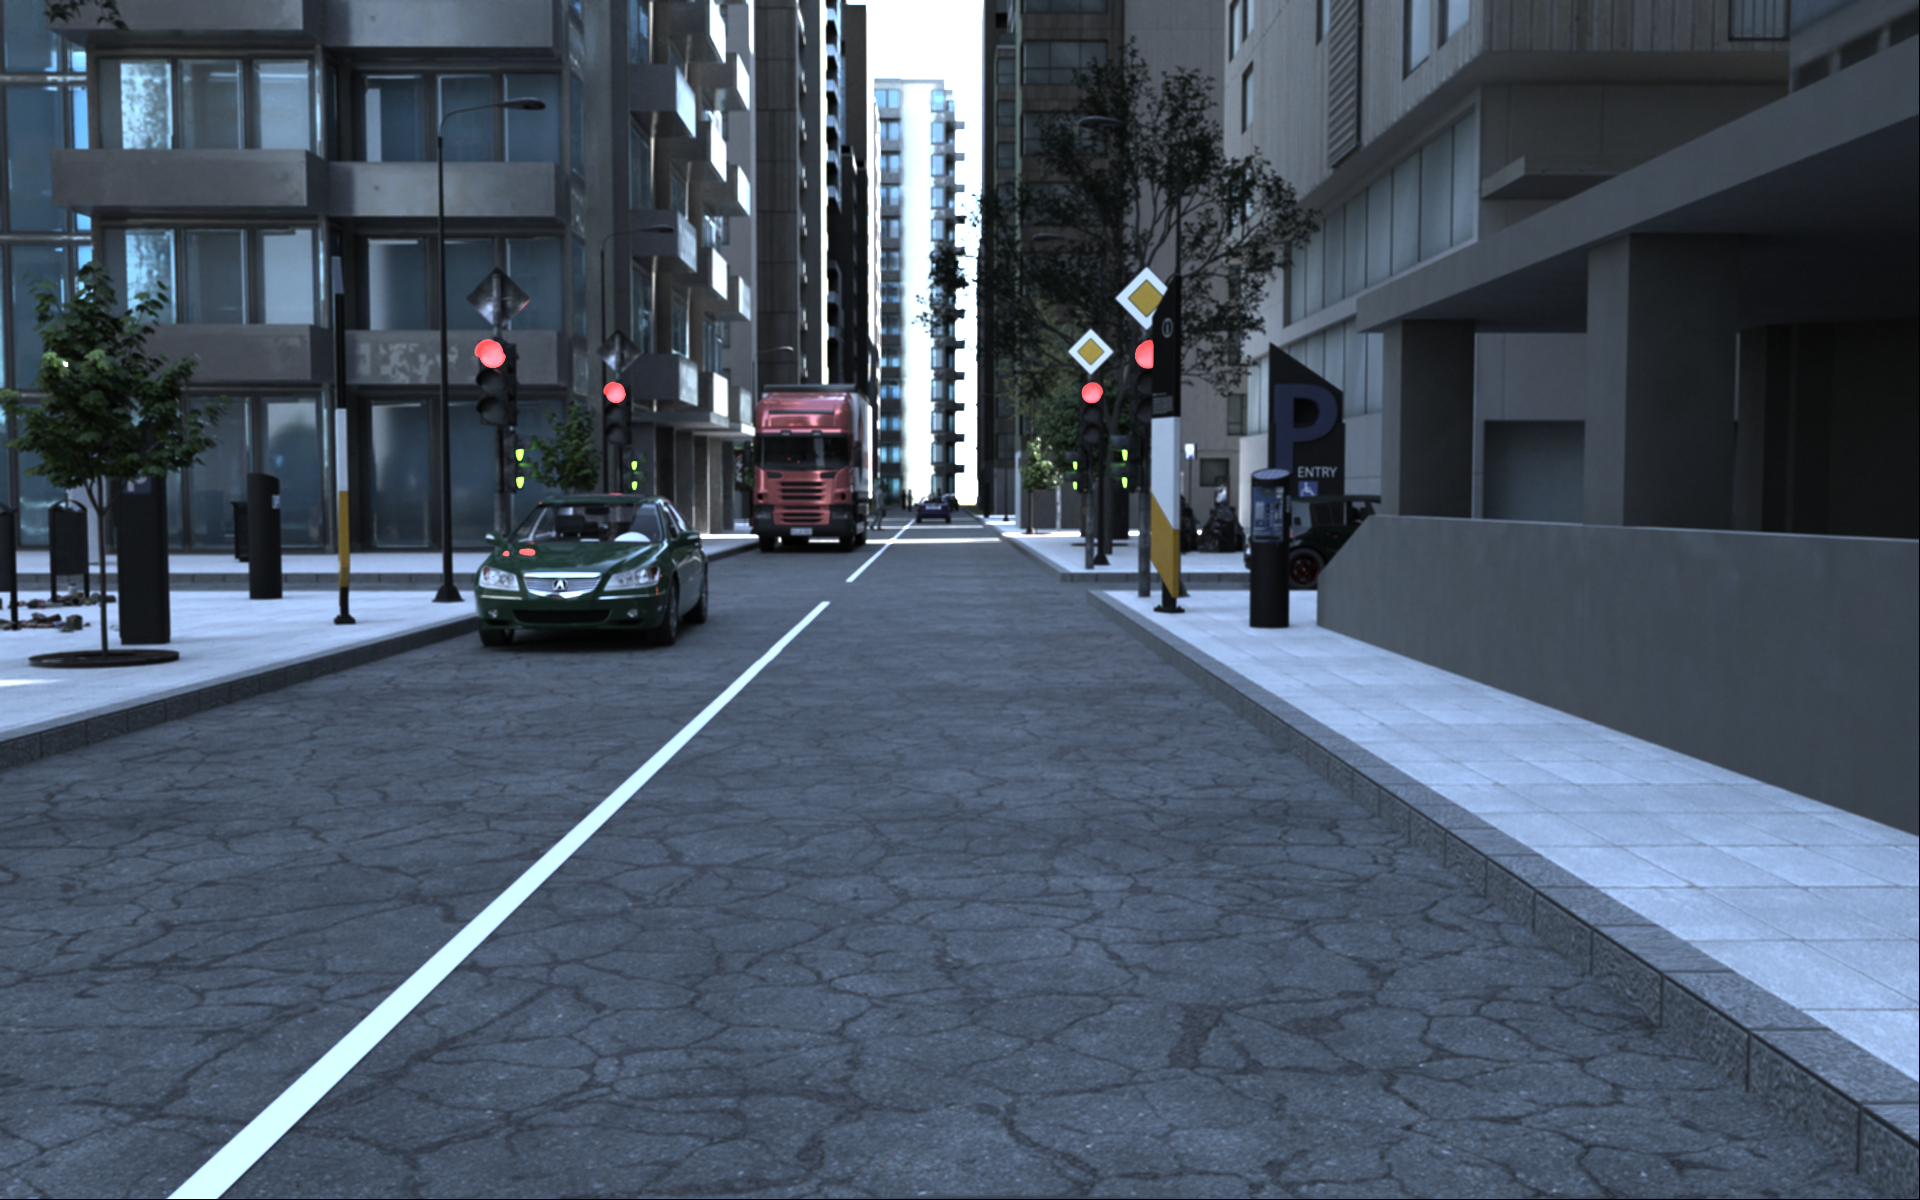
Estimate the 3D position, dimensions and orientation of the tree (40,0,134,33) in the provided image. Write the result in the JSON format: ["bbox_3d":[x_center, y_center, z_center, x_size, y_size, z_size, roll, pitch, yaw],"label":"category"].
[{"bbox_3d":[-6.600,-4.455,7.247,8.767,10.594,7.601,0,3,0],"label":"tree"}]

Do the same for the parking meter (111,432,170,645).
[{"bbox_3d":[-7.010,-0.557,14.811,0.399,1.863,0.255,-1,4,-11],"label":"parking meter"}]

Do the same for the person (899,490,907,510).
[{"bbox_3d":[-5.193,-9.213,159.091,0.705,1.831,1.348,-2,4,-34],"label":"person"}]

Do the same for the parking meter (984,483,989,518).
[{"bbox_3d":[1.428,-5.386,93.764,0.255,1.863,0.399,0,4,-6],"label":"parking meter"}]

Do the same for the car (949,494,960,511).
[{"bbox_3d":[-1.025,-8.365,148.568,2.131,1.459,4.920,0,4,0],"label":"car"}]

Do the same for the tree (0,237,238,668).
[{"bbox_3d":[-6.581,-1.127,13.022,1.663,3.219,1.824,0,3,0],"label":"tree"}]

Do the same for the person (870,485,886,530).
[{"bbox_3d":[-3.177,-3.679,68.780,0.853,1.813,0.709,-3,5,-39],"label":"person"}]

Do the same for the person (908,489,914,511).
[{"bbox_3d":[-4.147,-8.305,144.269,0.705,1.826,1.348,1,4,14],"label":"person"}]

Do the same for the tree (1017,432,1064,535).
[{"bbox_3d":[2.364,-3.636,54.049,1.663,3.219,1.824,0,3,0],"label":"tree"}]

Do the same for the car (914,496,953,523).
[{"bbox_3d":[-1.316,-4.499,86.142,1.945,1.354,3.894,0,4,-1],"label":"car"}]

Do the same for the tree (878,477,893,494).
[{"bbox_3d":[-8.141,-11.469,182.112,1.663,3.219,1.824,0,3,0],"label":"tree"}]

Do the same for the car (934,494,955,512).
[{"bbox_3d":[-1.487,-7.883,140.687,2.131,1.459,4.920,0,4,0],"label":"car"}]

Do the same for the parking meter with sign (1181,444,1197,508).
[{"bbox_3d":[7.276,-3.871,59.558,1.738,3.016,0.543,-2,4,-32],"label":"parking meter with sign"}]

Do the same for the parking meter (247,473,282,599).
[{"bbox_3d":[-8.519,-0.783,21.215,0.372,1.533,0.369,0,3,0],"label":"parking meter"}]

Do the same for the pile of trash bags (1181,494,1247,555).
[{"bbox_3d":[5.112,-1.730,38.031,1.912,1.369,3.447,2,4,24],"label":"pile of trash bags"}]

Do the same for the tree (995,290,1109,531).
[{"bbox_3d":[3.344,-6.690,59.739,4.737,8.622,4.395,0,3,0],"label":"tree"}]

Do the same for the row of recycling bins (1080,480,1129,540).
[{"bbox_3d":[4.226,-2.645,50.364,1.069,1.692,3.534,0,4,-6],"label":"row of recycling bins"}]

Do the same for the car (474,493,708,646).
[{"bbox_3d":[-3.681,-0.372,17.885,2.131,1.459,4.920,0,4,-2],"label":"car"}]

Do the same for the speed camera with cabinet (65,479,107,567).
[{"bbox_3d":[-15.728,-2.251,31.139,0.660,3.252,2.038,-2,4,-30],"label":"speed camera with cabinet"}]

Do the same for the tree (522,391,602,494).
[{"bbox_3d":[-7.224,-2.337,32.816,1.663,3.219,1.824,0,3,0],"label":"tree"}]

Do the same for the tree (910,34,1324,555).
[{"bbox_3d":[3.061,-6.225,36.193,8.767,10.594,7.601,0,4,3],"label":"tree"}]

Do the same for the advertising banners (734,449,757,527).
[{"bbox_3d":[-8.103,-4.415,68.378,2.074,3.025,0.090,-3,5,-44],"label":"advertising banners"}]

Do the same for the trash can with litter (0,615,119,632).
[{"bbox_3d":[-8.987,-0.330,16.458,2.233,1.210,1.678,1,4,20],"label":"trash can with litter"}]

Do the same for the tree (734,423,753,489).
[{"bbox_3d":[-7.955,-5.378,71.641,4.285,4.588,4.351,0,3,0],"label":"tree"}]

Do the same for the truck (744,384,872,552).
[{"bbox_3d":[-3.835,-3.518,46.429,2.839,4.237,11.283,0,4,0],"label":"truck"}]

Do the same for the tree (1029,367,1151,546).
[{"bbox_3d":[3.415,-3.637,43.184,4.285,4.588,4.351,0,3,0],"label":"tree"}]

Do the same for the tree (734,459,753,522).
[{"bbox_3d":[-9.929,-5.208,79.750,1.663,3.219,1.824,0,3,0],"label":"tree"}]

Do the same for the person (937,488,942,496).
[{"bbox_3d":[-1.375,-6.282,111.304,0.705,1.812,1.348,-1,4,-8],"label":"person"}]

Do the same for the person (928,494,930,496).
[{"bbox_3d":[-2.824,-9.007,159.025,0.557,1.426,1.065,0,4,-2],"label":"person"}]

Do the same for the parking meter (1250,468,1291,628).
[{"bbox_3d":[2.990,-0.507,16.698,0.372,1.533,0.369,0,3,0],"label":"parking meter"}]

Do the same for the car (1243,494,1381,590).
[{"bbox_3d":[6.477,-1.024,26.530,4.222,1.686,2.009,0,4,-1],"label":"car"}]

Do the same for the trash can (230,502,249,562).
[{"bbox_3d":[-13.410,-1.293,32.788,0.748,1.137,0.748,0,3,0],"label":"trash can"}]
